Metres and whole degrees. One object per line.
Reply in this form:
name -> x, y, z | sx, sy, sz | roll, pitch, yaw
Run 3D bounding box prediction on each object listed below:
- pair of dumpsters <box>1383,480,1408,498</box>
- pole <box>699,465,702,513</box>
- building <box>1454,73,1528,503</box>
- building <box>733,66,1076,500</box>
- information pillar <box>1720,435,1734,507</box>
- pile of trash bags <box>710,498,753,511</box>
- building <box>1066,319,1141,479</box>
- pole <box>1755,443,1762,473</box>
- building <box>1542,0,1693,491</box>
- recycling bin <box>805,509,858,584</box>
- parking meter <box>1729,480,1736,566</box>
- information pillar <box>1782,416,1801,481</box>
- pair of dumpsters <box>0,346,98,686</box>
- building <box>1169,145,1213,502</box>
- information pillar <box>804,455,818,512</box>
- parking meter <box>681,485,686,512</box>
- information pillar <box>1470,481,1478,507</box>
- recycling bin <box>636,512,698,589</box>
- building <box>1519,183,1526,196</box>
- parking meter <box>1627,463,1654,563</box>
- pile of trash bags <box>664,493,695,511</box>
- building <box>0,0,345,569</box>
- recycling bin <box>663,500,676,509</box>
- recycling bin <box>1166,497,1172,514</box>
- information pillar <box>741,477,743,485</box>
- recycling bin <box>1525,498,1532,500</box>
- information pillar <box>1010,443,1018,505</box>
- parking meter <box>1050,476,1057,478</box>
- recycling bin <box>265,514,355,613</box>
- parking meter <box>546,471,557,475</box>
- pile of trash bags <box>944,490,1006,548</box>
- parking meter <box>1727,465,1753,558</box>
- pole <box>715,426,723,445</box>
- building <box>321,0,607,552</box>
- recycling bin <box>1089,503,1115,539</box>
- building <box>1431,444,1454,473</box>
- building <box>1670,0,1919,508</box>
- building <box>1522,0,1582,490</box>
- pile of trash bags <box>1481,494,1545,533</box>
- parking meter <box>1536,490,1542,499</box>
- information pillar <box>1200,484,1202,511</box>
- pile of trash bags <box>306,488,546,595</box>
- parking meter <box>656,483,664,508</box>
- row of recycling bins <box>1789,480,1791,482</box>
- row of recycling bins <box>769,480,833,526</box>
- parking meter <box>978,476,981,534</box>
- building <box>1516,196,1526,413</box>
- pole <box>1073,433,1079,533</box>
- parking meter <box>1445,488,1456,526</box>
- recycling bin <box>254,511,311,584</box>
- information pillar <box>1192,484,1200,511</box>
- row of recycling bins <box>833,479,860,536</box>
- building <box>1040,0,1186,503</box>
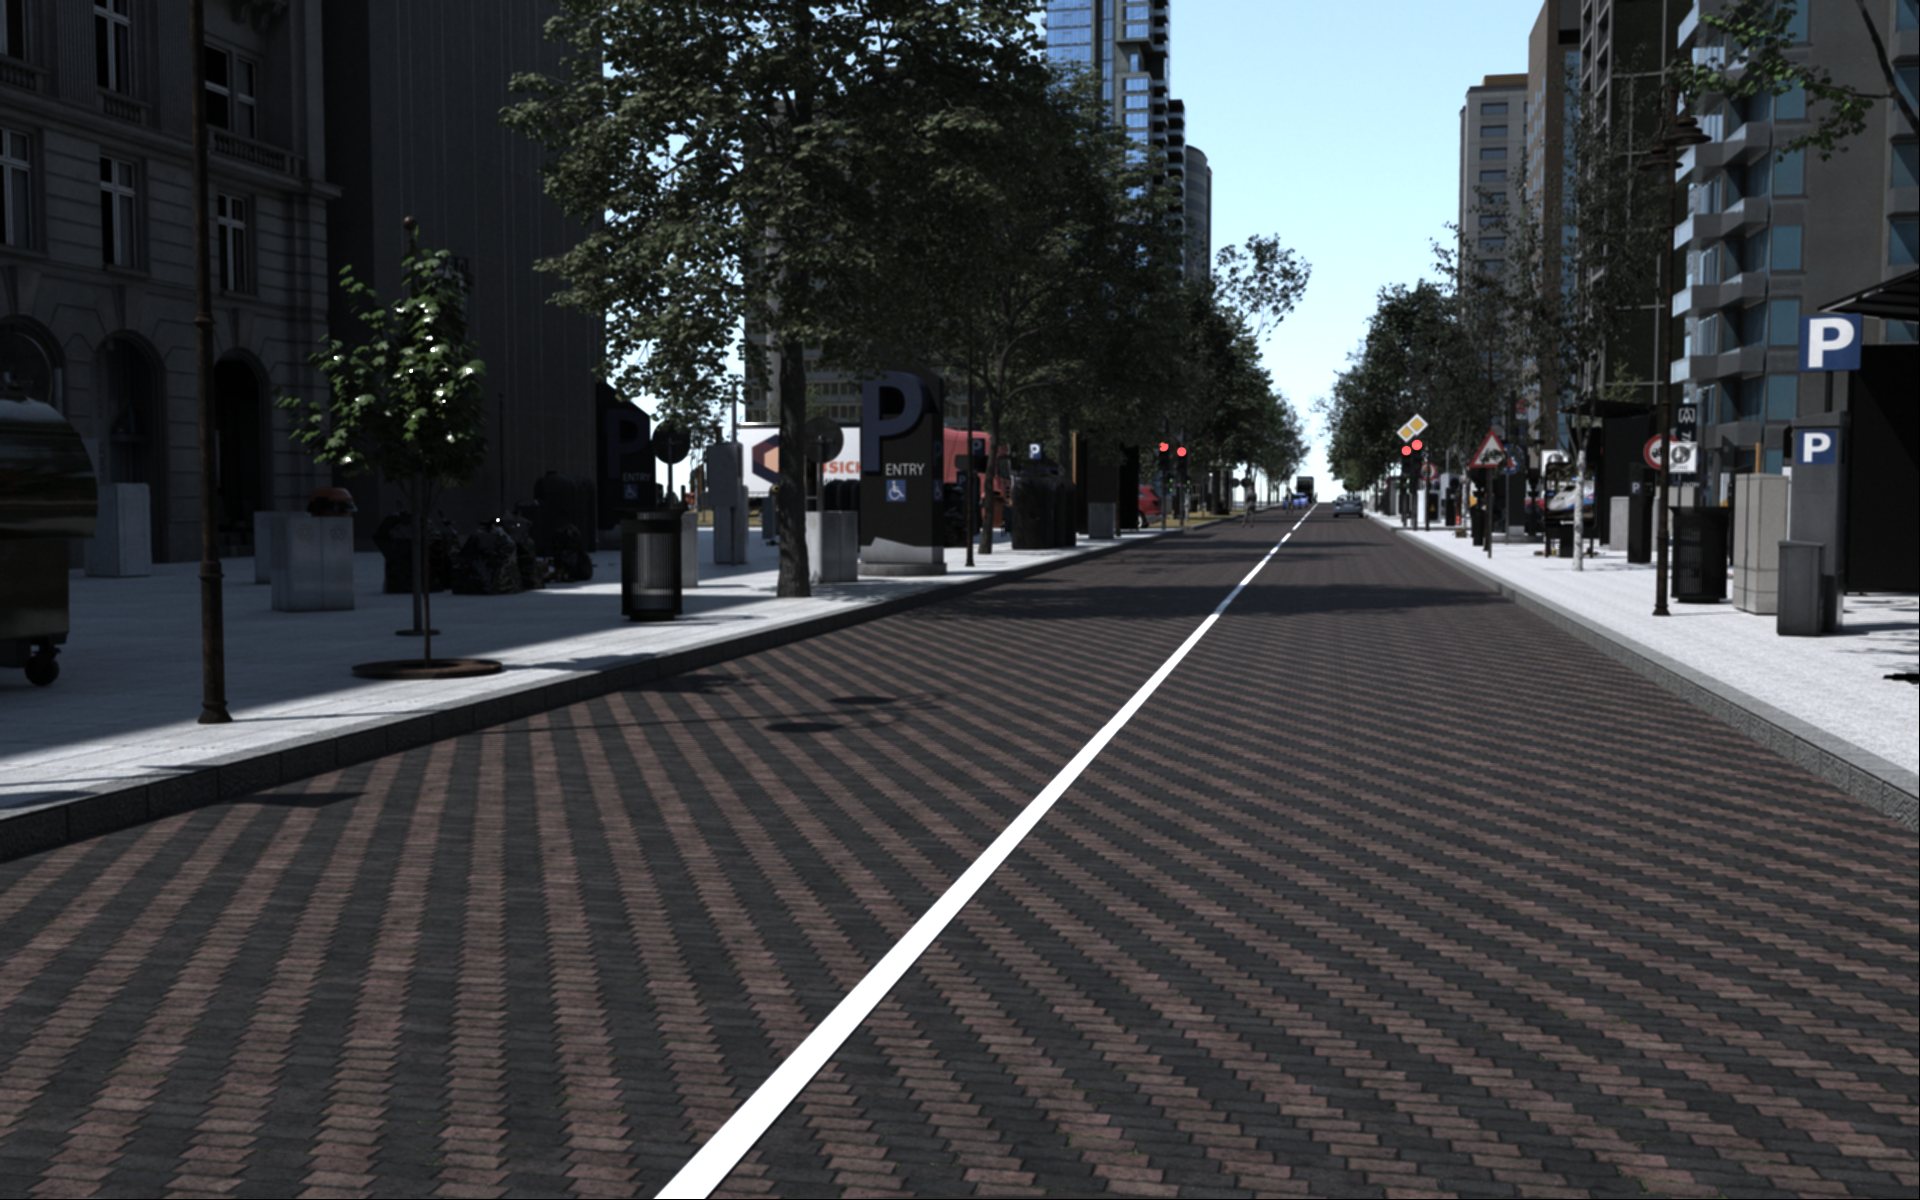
pair of dumpsters -> 29.282, -6.959, 116.280 | 1.574, 2.255, 4.437 | 1, 4, 12
pole -> -18.045, -7.740, 120.398 | 0.158, 3.312, 0.155 | 0, 3, 0
building -> 82.301, -43.232, 248.838 | 21.231, 58.520, 28.212 | 1, 4, 12
building -> -3.164, -28.698, 161.094 | 32.217, 40.220, 23.993 | 1, 4, 12
information pillar -> 30.334, -4.719, 68.509 | 0.504, 3.616, 0.183 | 0, 4, -3
pile of trash bags -> -17.872, -7.674, 135.219 | 3.447, 1.369, 1.912 | 0, 4, 5
building -> 4.242, -20.920, 187.084 | 27.650, 21.520, 28.899 | 1, 4, 12
pole -> 31.623, -4.575, 68.643 | 0.158, 3.312, 0.155 | 0, 3, 0
building -> 54.736, -42.015, 125.196 | 20.563, 71.187, 20.611 | 1, 4, 12
recycling bin -> -1.976, -0.776, 25.247 | 0.722, 1.027, 0.722 | -3, 5, -43
parking meter -> 13.934, -1.373, 30.865 | 0.372, 1.533, 0.369 | 0, 3, 0
information pillar -> 25.111, -3.728, 52.305 | 0.183, 3.616, 0.504 | -3, 5, -42
pair of dumpsters -> -6.947, -0.437, 9.633 | 1.574, 2.255, 4.437 | 1, 4, 12
building -> 30.027, -45.565, 286.980 | 21.231, 58.520, 28.212 | 1, 4, 12
information pillar -> -2.757, -1.629, 31.132 | 0.304, 2.012, 0.304 | -3, 5, -43
parking meter -> -17.890, -6.500, 111.983 | 0.255, 1.863, 0.399 | 0, 4, -2
information pillar -> 28.836, -6.466, 97.070 | 0.183, 3.616, 0.504 | -3, 4, -38
recycling bin -> -4.015, -0.684, 23.735 | 0.722, 1.027, 0.722 | -1, 4, -20
building -> 73.166, -30.083, 183.743 | 32.217, 40.220, 23.993 | 1, 4, 12
parking meter -> 12.629, -1.616, 32.126 | 0.255, 1.863, 0.399 | -2, 4, -26
pile of trash bags -> -23.309, -7.963, 139.947 | 3.447, 1.369, 1.912 | 1, 4, 10
building -> -21.631, -11.305, 26.634 | 13.314, 21.916, 24.055 | 1, 4, 12
recycling bin -> -16.857, -5.348, 99.994 | 0.722, 1.027, 0.722 | -3, 5, -43
recycling bin -> 12.931, -5.929, 109.500 | 0.722, 1.027, 0.722 | 3, 5, 45
information pillar -> -8.081, -3.574, 62.921 | 0.304, 2.012, 0.304 | 1, 4, 20
recycling bin -> 36.927, -6.109, 112.431 | 0.722, 1.027, 0.722 | 0, 3, 0
information pillar -> 2.373, -5.294, 77.911 | 0.504, 3.616, 0.183 | 1, 4, 18
parking meter -> 3.106, -3.148, 57.188 | 0.255, 1.863, 0.399 | 1, 4, 14
recycling bin -> -7.184, -0.406, 19.200 | 0.722, 1.027, 0.722 | -3, 4, -37
parking meter -> -10.477, -2.369, 44.447 | 0.255, 1.863, 0.399 | -1, 4, -17
pile of trash bags -> -0.401, -1.973, 42.014 | 3.447, 1.369, 1.912 | -2, 4, -33
parking meter -> 15.494, -1.757, 34.436 | 0.399, 1.863, 0.255 | 0, 4, 4
pole -> -7.212, -3.551, 51.908 | 0.158, 3.312, 0.155 | 0, 3, 0
building -> -25.936, -13.965, 47.401 | 30.058, 24.678, 14.314 | 1, 4, 12
recycling bin -> 4.093, -2.282, 49.862 | 0.722, 1.027, 0.722 | 1, 4, 9
building -> 90.434, -26.492, 278.185 | 27.650, 21.520, 28.899 | 1, 4, 12
building -> 52.259, -28.576, 86.830 | 30.456, 49.044, 23.786 | 1, 4, 12
building -> 57.619, -30.713, 152.261 | 14.600, 45.320, 14.200 | 1, 4, 12
pile of trash bags -> 18.257, -2.959, 58.128 | 1.912, 1.369, 3.447 | 0, 4, -8
parking meter -> 39.706, -6.748, 118.735 | 0.372, 1.533, 0.369 | 0, 3, 0
information pillar -> 18.252, -7.810, 132.186 | 0.304, 2.012, 0.304 | -3, 5, -43
pile of trash bags -> -7.241, -0.821, 23.180 | 3.447, 1.369, 1.912 | 1, 4, 18
parking meter -> -15.813, -5.225, 91.147 | 0.255, 1.863, 0.399 | 3, 5, 40
row of recycling bins -> 20.680, -2.183, 42.809 | 1.069, 1.692, 3.534 | -2, 4, -33
row of recycling bins -> -5.424, -3.305, 61.145 | 3.534, 1.692, 1.069 | 3, 5, 42
parking meter -> 0.513, -3.080, 56.072 | 0.255, 1.863, 0.399 | 1, 4, 10
building -> 60.793, -24.159, 166.705 | 14.160, 30.474, 14.107 | 1, 4, 12
pole -> 3.859, -3.897, 57.553 | 0.158, 3.312, 0.155 | 0, 3, 0
parking meter -> 19.458, -3.687, 68.700 | 0.372, 1.533, 0.369 | 0, 3, 0
recycling bin -> -9.759, -0.764, 25.042 | 0.722, 1.027, 0.722 | -1, 4, -12
information pillar -> 17.242, -7.512, 127.308 | 0.304, 2.012, 0.304 | 1, 4, 16
row of recycling bins -> -1.958, -2.663, 50.648 | 3.534, 1.692, 1.069 | 3, 4, 38
building -> 23.239, -57.778, 257.345 | 22.319, 86.520, 31.000 | 1, 4, 12
